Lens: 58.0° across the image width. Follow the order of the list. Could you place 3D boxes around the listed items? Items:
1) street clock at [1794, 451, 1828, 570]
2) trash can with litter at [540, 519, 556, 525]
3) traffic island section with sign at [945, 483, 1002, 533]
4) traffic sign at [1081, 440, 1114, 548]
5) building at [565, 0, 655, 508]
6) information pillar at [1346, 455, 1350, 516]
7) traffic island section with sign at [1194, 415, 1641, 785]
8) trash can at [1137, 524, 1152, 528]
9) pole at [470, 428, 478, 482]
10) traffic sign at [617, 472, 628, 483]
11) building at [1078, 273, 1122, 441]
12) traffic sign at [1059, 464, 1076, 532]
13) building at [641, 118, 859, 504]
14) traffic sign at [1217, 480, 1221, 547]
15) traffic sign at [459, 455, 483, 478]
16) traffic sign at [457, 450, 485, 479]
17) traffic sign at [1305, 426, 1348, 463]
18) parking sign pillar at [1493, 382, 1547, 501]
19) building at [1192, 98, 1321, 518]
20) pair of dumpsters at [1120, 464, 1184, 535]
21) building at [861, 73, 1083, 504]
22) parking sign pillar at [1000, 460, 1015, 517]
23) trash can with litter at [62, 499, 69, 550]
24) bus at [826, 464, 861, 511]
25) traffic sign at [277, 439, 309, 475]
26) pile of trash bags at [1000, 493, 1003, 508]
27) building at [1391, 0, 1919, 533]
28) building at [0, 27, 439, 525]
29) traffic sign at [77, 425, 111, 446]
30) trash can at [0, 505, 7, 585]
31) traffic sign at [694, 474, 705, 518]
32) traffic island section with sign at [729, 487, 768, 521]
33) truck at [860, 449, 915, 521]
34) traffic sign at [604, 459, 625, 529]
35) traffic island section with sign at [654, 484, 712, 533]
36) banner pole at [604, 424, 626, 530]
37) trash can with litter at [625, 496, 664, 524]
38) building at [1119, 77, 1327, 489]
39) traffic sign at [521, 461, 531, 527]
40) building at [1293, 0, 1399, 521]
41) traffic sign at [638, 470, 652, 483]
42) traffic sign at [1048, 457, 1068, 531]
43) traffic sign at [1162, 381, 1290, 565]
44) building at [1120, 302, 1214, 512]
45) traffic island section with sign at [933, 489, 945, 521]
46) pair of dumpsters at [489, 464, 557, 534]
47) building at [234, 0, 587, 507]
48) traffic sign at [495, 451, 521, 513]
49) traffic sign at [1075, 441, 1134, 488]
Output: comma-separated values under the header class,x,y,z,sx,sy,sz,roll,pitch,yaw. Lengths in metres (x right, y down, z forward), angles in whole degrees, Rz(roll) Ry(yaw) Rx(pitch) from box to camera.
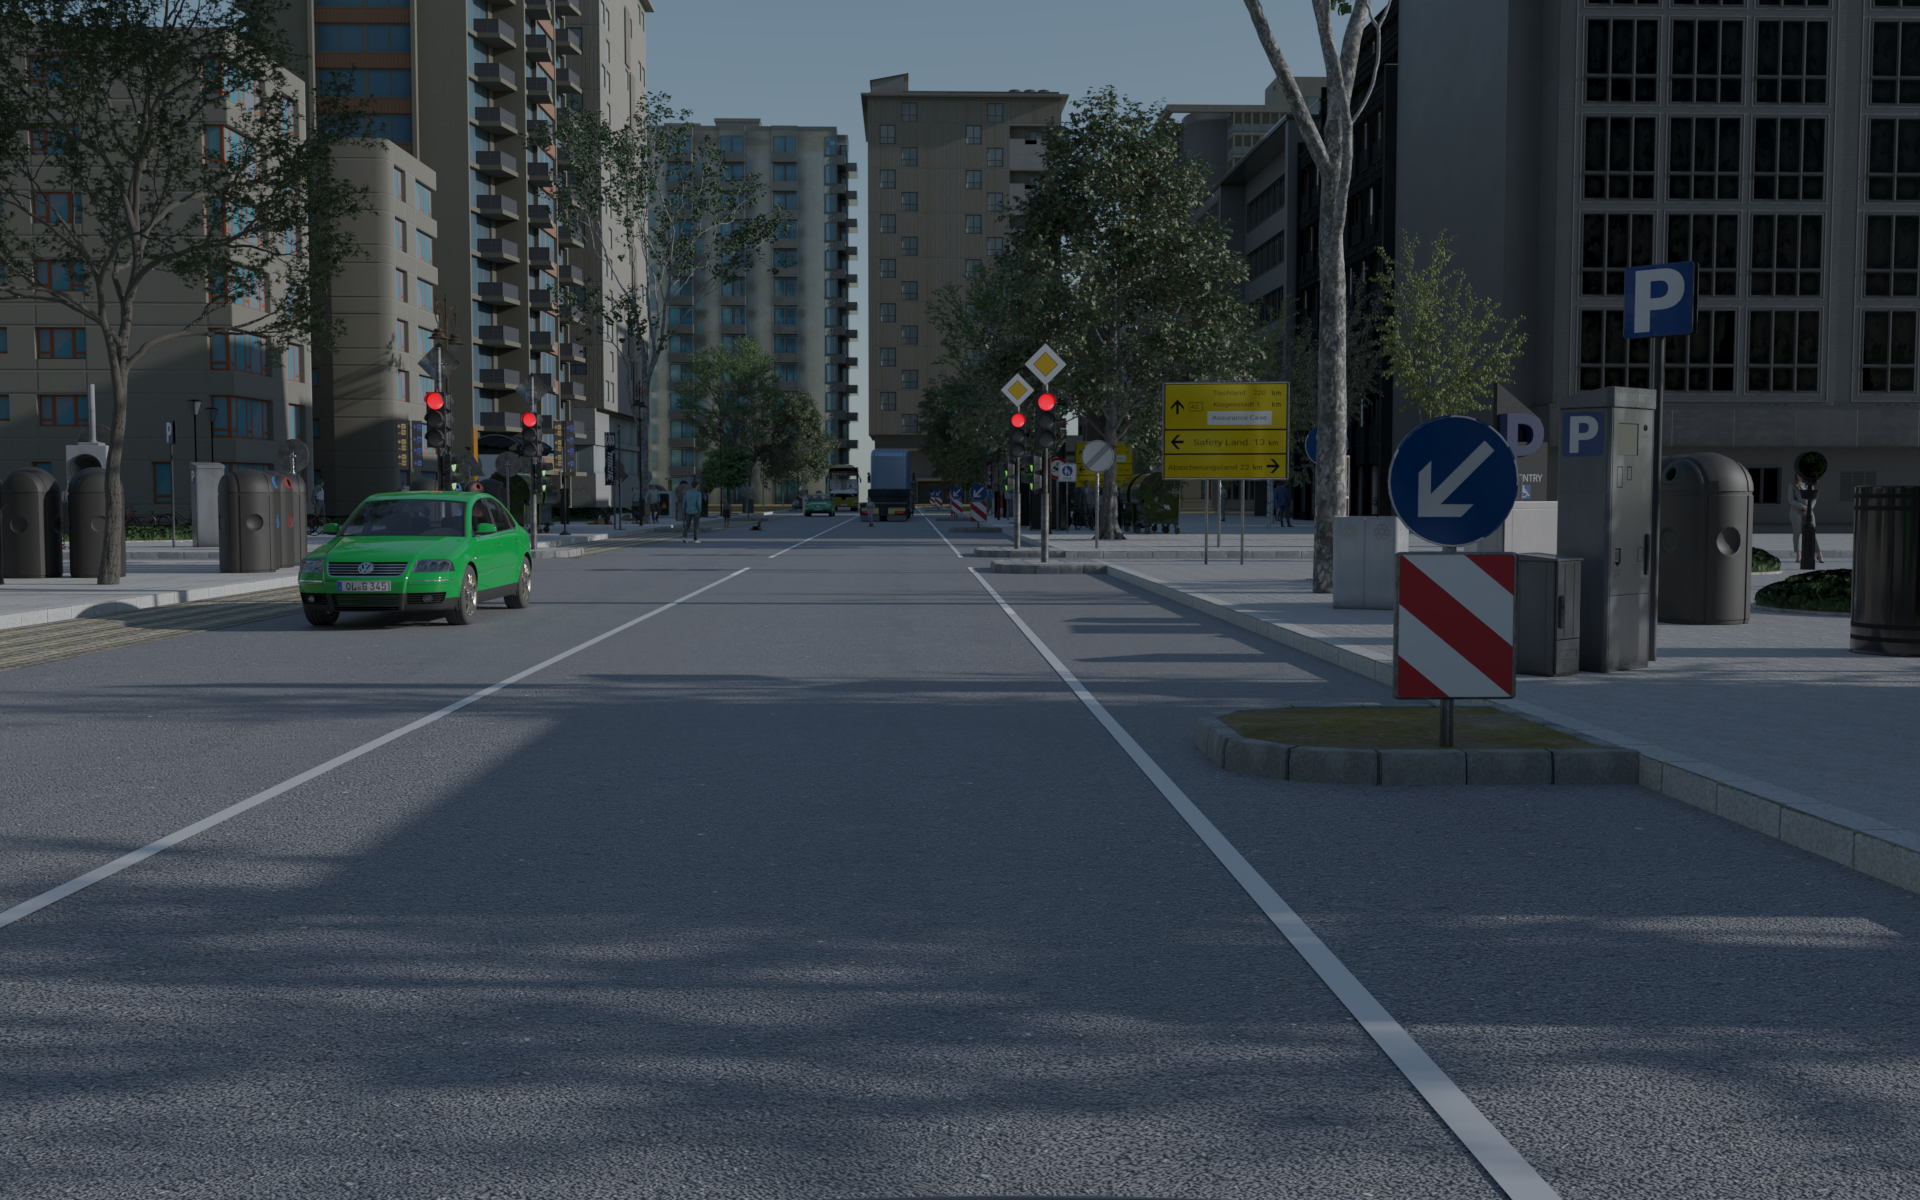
class,x,y,z,sx,sy,sz,roll,pitch,yaw
street clock,14.384,-1.514,29.331,0.471,2.002,0.358,1,4,8
trash can with litter,-17.063,-3.650,71.067,1.055,1.170,0.624,2,4,24
traffic island section with sign,0.558,-3.472,65.388,1.989,1.847,2.006,0,4,-2
traffic sign,3.248,-2.502,41.014,0.768,2.556,0.104,0,4,0
building,-43.992,-34.966,160.937,27.495,52.752,28.713,0,4,-2
information pillar,7.225,-1.742,32.979,0.304,2.012,0.304,2,4,24
traffic island section with sign,2.348,-0.052,9.471,1.989,1.847,2.006,0,4,-2
trash can,6.923,-3.274,65.185,0.748,1.137,0.748,0,3,0
pole,-14.999,-3.650,53.525,0.158,3.312,0.155,0,3,0
traffic sign,-17.389,-5.445,88.754,0.795,2.593,0.064,0,4,5
building,22.567,-27.458,220.643,14.107,30.474,14.160,0,4,-2
traffic sign,3.607,-3.432,58.250,0.606,2.300,0.079,0,3,0
building,-28.370,-36.933,223.470,30.456,49.044,23.786,0,4,-2
traffic sign,6.225,-2.538,41.599,0.768,2.556,0.104,0,4,2
traffic sign,-15.531,-3.356,54.972,0.768,2.556,0.104,0,4,3
traffic sign,-14.447,-3.125,51.090,0.884,2.594,0.081,0,4,6
traffic sign,6.645,-1.919,31.474,0.768,2.556,0.104,0,4,5
parking sign pillar,13.592,-3.277,42.057,1.447,3.967,1.447,-1,4,-20
building,22.909,-17.246,101.040,14.314,24.678,30.058,0,4,-2
pair of dumpsters,6.284,-3.321,56.797,1.574,2.255,4.437,0,4,-2
building,1.246,-38.951,226.080,27.495,52.752,28.713,0,4,-2
parking sign pillar,2.896,-6.732,98.545,1.447,3.967,1.447,0,4,2
trash can with litter,-21.157,-1.803,40.545,2.233,1.210,1.678,-2,4,-32
bus,-9.837,-9.482,146.574,2.896,3.916,12.252,0,4,-4
traffic sign,-15.401,-2.440,40.001,0.768,2.556,0.104,0,4,8
pile of trash bags,3.531,-5.637,101.915,3.447,1.369,1.912,2,4,35
building,29.258,-16.389,61.473,24.014,27.812,14.314,0,4,-2
building,-41.457,-14.276,78.457,27.650,21.520,28.899,0,4,-2
traffic sign,-15.822,-1.938,31.793,0.768,2.556,0.104,0,4,-1
trash can,-13.194,-0.709,23.249,0.748,1.137,0.748,0,3,0
traffic sign,-13.375,-5.307,88.903,0.606,2.300,0.079,0,4,4
traffic island section with sign,-11.216,-5.101,92.028,1.989,1.847,2.006,0,4,-2
truck,-4.105,-6.659,98.632,2.967,4.110,18.799,0,4,-1
traffic sign,-12.693,-3.885,63.627,0.768,2.556,0.104,0,4,4
traffic island section with sign,-10.352,-3.447,64.993,1.989,1.847,2.006,0,4,-2
banner pole,-12.335,-4.389,61.772,0.401,3.779,0.863,3,5,44
trash can with litter,-13.743,-3.936,75.415,1.678,1.210,2.233,-1,4,-10
building,30.232,-28.978,165.666,32.217,40.220,23.993,0,4,-2
traffic sign,-16.692,-4.073,66.697,0.768,2.556,0.104,0,4,0
building,23.032,-15.198,78.168,12.332,23.373,15.834,0,4,-2
traffic sign,-16.088,-5.402,88.428,0.768,2.556,0.104,0,4,7
traffic sign,3.368,-3.646,59.716,0.768,2.556,0.104,0,4,7
traffic sign,4.799,-2.293,31.366,2.265,3.308,0.079,0,4,6
building,28.409,-18.010,139.508,27.650,21.520,28.899,0,4,-2
traffic island section with sign,-0.305,-5.142,92.694,1.989,1.847,2.006,0,4,-2
pair of dumpsters,-14.057,-3.232,55.334,1.574,2.255,4.437,0,4,-2
building,-40.577,-29.030,129.272,22.147,44.769,28.867,0,4,-2
traffic sign,-13.493,-3.156,51.713,0.768,2.556,0.104,0,4,0
traffic sign,5.544,-4.451,66.654,2.265,3.308,0.079,0,4,0
